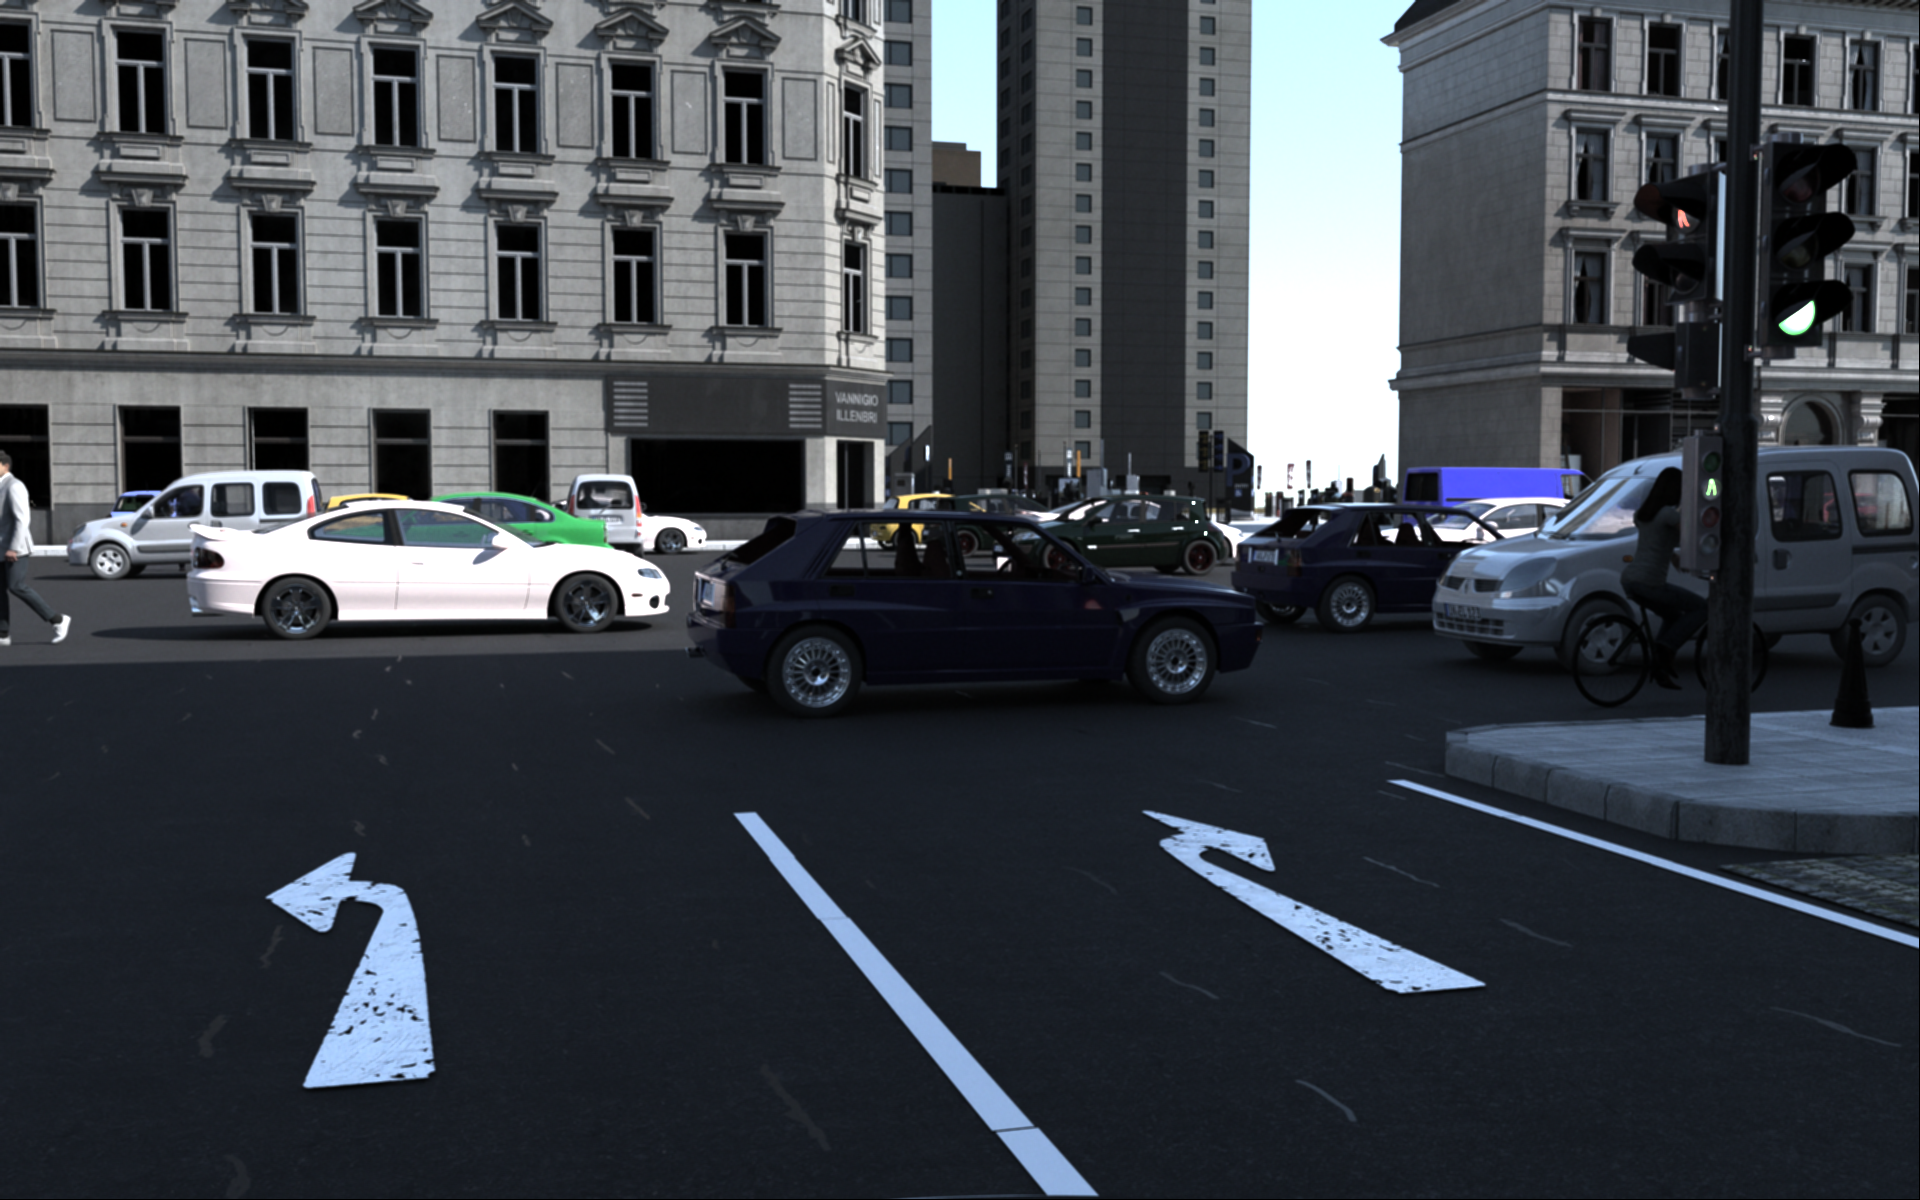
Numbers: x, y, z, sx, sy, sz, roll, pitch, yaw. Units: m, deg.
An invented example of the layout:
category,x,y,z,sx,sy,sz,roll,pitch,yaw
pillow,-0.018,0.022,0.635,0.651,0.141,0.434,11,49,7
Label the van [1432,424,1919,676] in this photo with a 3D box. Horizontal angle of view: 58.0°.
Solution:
category,x,y,z,sx,sy,sz,roll,pitch,yaw
van,6.082,-0.470,14.703,4.112,2.044,2.013,-1,4,-15

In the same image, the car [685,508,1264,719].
category,x,y,z,sx,sy,sz,roll,pitch,yaw
car,0.093,0.024,12.183,3.894,1.354,1.945,-1,4,-17

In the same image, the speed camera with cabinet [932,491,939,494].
category,x,y,z,sx,sy,sz,roll,pitch,yaw
speed camera with cabinet,-1.618,-6.569,101.738,2.038,3.252,0.660,-1,4,-15

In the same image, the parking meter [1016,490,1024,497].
category,x,y,z,sx,sy,sz,roll,pitch,yaw
parking meter,3.302,-5.057,91.094,0.372,1.533,0.369,0,3,0

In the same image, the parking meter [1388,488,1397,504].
category,x,y,z,sx,sy,sz,roll,pitch,yaw
parking meter,18.056,-3.907,72.283,0.372,1.533,0.369,0,3,0

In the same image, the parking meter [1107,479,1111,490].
category,x,y,z,sx,sy,sz,roll,pitch,yaw
parking meter,5.497,-3.658,65.511,0.399,1.863,0.255,1,4,8

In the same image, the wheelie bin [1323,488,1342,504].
category,x,y,z,sx,sy,sz,roll,pitch,yaw
wheelie bin,18.117,-4.679,84.411,0.980,1.594,0.693,2,4,25

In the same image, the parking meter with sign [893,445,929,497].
category,x,y,z,sx,sy,sz,roll,pitch,yaw
parking meter with sign,-2.015,-4.031,62.161,1.738,3.016,0.543,1,4,10

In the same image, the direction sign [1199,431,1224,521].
category,x,y,z,sx,sy,sz,roll,pitch,yaw
direction sign,8.981,-4.282,62.014,0.876,3.537,0.379,0,4,2

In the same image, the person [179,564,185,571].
category,x,y,z,sx,sy,sz,roll,pitch,yaw
person,-14.312,-1.411,32.282,0.576,1.737,0.504,-1,4,-16

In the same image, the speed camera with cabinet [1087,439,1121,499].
category,x,y,z,sx,sy,sz,roll,pitch,yaw
speed camera with cabinet,5.251,-4.216,63.272,0.660,3.252,2.038,2,4,26

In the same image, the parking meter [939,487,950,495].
category,x,y,z,sx,sy,sz,roll,pitch,yaw
parking meter,-0.533,-3.200,60.727,0.372,1.533,0.369,0,3,0

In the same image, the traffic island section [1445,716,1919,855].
category,x,y,z,sx,sy,sz,roll,pitch,yaw
traffic island section,3.680,0.854,8.316,2.009,0.180,2.903,-1,4,-16

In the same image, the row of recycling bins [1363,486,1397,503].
category,x,y,z,sx,sy,sz,roll,pitch,yaw
row of recycling bins,22.176,-4.920,87.562,3.534,1.692,1.069,0,4,3

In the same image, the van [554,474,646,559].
category,x,y,z,sx,sy,sz,roll,pitch,yaw
van,-7.918,-1.911,38.258,2.013,2.044,4.112,-1,4,-14

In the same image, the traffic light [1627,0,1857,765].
category,x,y,z,sx,sy,sz,roll,pitch,yaw
traffic light,1.648,-2.007,7.488,4.771,5.953,1.251,-1,4,-16

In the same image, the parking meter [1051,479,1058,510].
category,x,y,z,sx,sy,sz,roll,pitch,yaw
parking meter,3.730,-3.747,66.980,0.399,1.863,0.255,-1,4,-10

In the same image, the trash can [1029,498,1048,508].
category,x,y,z,sx,sy,sz,roll,pitch,yaw
trash can,2.944,-3.242,64.660,0.748,1.137,0.748,0,3,0

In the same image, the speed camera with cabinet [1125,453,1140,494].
category,x,y,z,sx,sy,sz,roll,pitch,yaw
speed camera with cabinet,8.231,-5.408,82.750,0.660,3.252,2.038,1,4,9

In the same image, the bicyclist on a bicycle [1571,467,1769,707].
category,x,y,z,sx,sy,sz,roll,pitch,yaw
bicyclist on a bicycle,4.843,-0.106,11.751,1.625,1.676,1.499,-1,4,-17

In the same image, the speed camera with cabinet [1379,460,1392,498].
category,x,y,z,sx,sy,sz,roll,pitch,yaw
speed camera with cabinet,23.642,-6.410,99.140,2.038,3.252,0.660,1,4,12

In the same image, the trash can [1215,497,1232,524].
category,x,y,z,sx,sy,sz,roll,pitch,yaw
trash can,11.137,-3.765,73.203,0.748,1.137,0.748,0,3,0

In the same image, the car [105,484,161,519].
category,x,y,z,sx,sy,sz,roll,pitch,yaw
car,-17.514,-1.730,37.884,1.945,1.707,3.694,-1,4,-15

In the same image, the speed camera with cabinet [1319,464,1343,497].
category,x,y,z,sx,sy,sz,roll,pitch,yaw
speed camera with cabinet,24.589,-7.373,114.892,0.660,3.252,2.038,-1,4,-21

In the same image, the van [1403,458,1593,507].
category,x,y,z,sx,sy,sz,roll,pitch,yaw
van,13.026,-2.205,40.444,5.245,2.365,2.240,-1,4,-14

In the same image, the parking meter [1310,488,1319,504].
category,x,y,z,sx,sy,sz,roll,pitch,yaw
parking meter,14.812,-3.918,72.466,0.372,1.533,0.369,0,3,0

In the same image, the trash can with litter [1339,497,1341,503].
category,x,y,z,sx,sy,sz,roll,pitch,yaw
trash can with litter,21.777,-5.377,99.308,0.624,1.170,1.055,2,4,28

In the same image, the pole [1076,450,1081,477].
category,x,y,z,sx,sy,sz,roll,pitch,yaw
pole,5.527,-5.324,80.882,0.158,3.312,0.155,0,3,0

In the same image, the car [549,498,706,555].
category,x,y,z,sx,sy,sz,roll,pitch,yaw
car,-8.497,-1.776,41.405,4.827,1.381,2.083,-1,4,-17

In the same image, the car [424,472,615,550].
category,x,y,z,sx,sy,sz,roll,pitch,yaw
car,-7.733,-1.094,26.687,4.718,1.807,1.959,-1,4,-16

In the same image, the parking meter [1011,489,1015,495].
category,x,y,z,sx,sy,sz,roll,pitch,yaw
parking meter,2.905,-5.089,91.619,0.372,1.533,0.369,0,3,0

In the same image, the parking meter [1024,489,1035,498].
category,x,y,z,sx,sy,sz,roll,pitch,yaw
parking meter,3.615,-4.883,88.246,0.372,1.533,0.369,0,3,0

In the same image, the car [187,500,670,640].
category,x,y,z,sx,sy,sz,roll,pitch,yaw
car,-5.488,-0.356,18.189,4.827,1.381,2.083,-1,4,-17

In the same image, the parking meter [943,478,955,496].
category,x,y,z,sx,sy,sz,roll,pitch,yaw
parking meter,-0.407,-3.522,63.302,0.399,1.863,0.255,1,4,13

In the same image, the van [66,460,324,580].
category,x,y,z,sx,sy,sz,roll,pitch,yaw
van,-13.123,-1.399,29.893,4.112,2.044,2.013,-1,4,-15

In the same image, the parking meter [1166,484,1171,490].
category,x,y,z,sx,sy,sz,roll,pitch,yaw
parking meter,12.672,-6.089,105.264,0.255,1.863,0.399,0,4,4

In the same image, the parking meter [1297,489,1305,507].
category,x,y,z,sx,sy,sz,roll,pitch,yaw
parking meter,16.241,-4.534,82.539,0.372,1.533,0.369,0,3,0

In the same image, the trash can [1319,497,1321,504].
category,x,y,z,sx,sy,sz,roll,pitch,yaw
trash can,20.950,-5.505,101.653,0.748,1.137,0.748,0,3,0

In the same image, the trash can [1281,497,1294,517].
category,x,y,z,sx,sy,sz,roll,pitch,yaw
trash can,17.001,-4.788,89.942,0.748,1.137,0.748,0,3,0

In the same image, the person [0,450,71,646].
category,x,y,z,sx,sy,sz,roll,pitch,yaw
person,-8.914,-0.493,16.405,0.795,1.843,0.661,-3,5,-42

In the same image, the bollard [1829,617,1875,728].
category,x,y,z,sx,sy,sz,roll,pitch,yaw
bollard,4.942,0.395,9.576,0.229,0.601,0.229,0,3,0

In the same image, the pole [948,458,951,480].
category,x,y,z,sx,sy,sz,roll,pitch,yaw
pole,-0.574,-6.427,98.929,0.158,3.312,0.155,0,3,0

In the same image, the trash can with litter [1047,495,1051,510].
category,x,y,z,sx,sy,sz,roll,pitch,yaw
trash can with litter,4.984,-5.542,101.670,1.678,1.210,2.233,3,5,41
